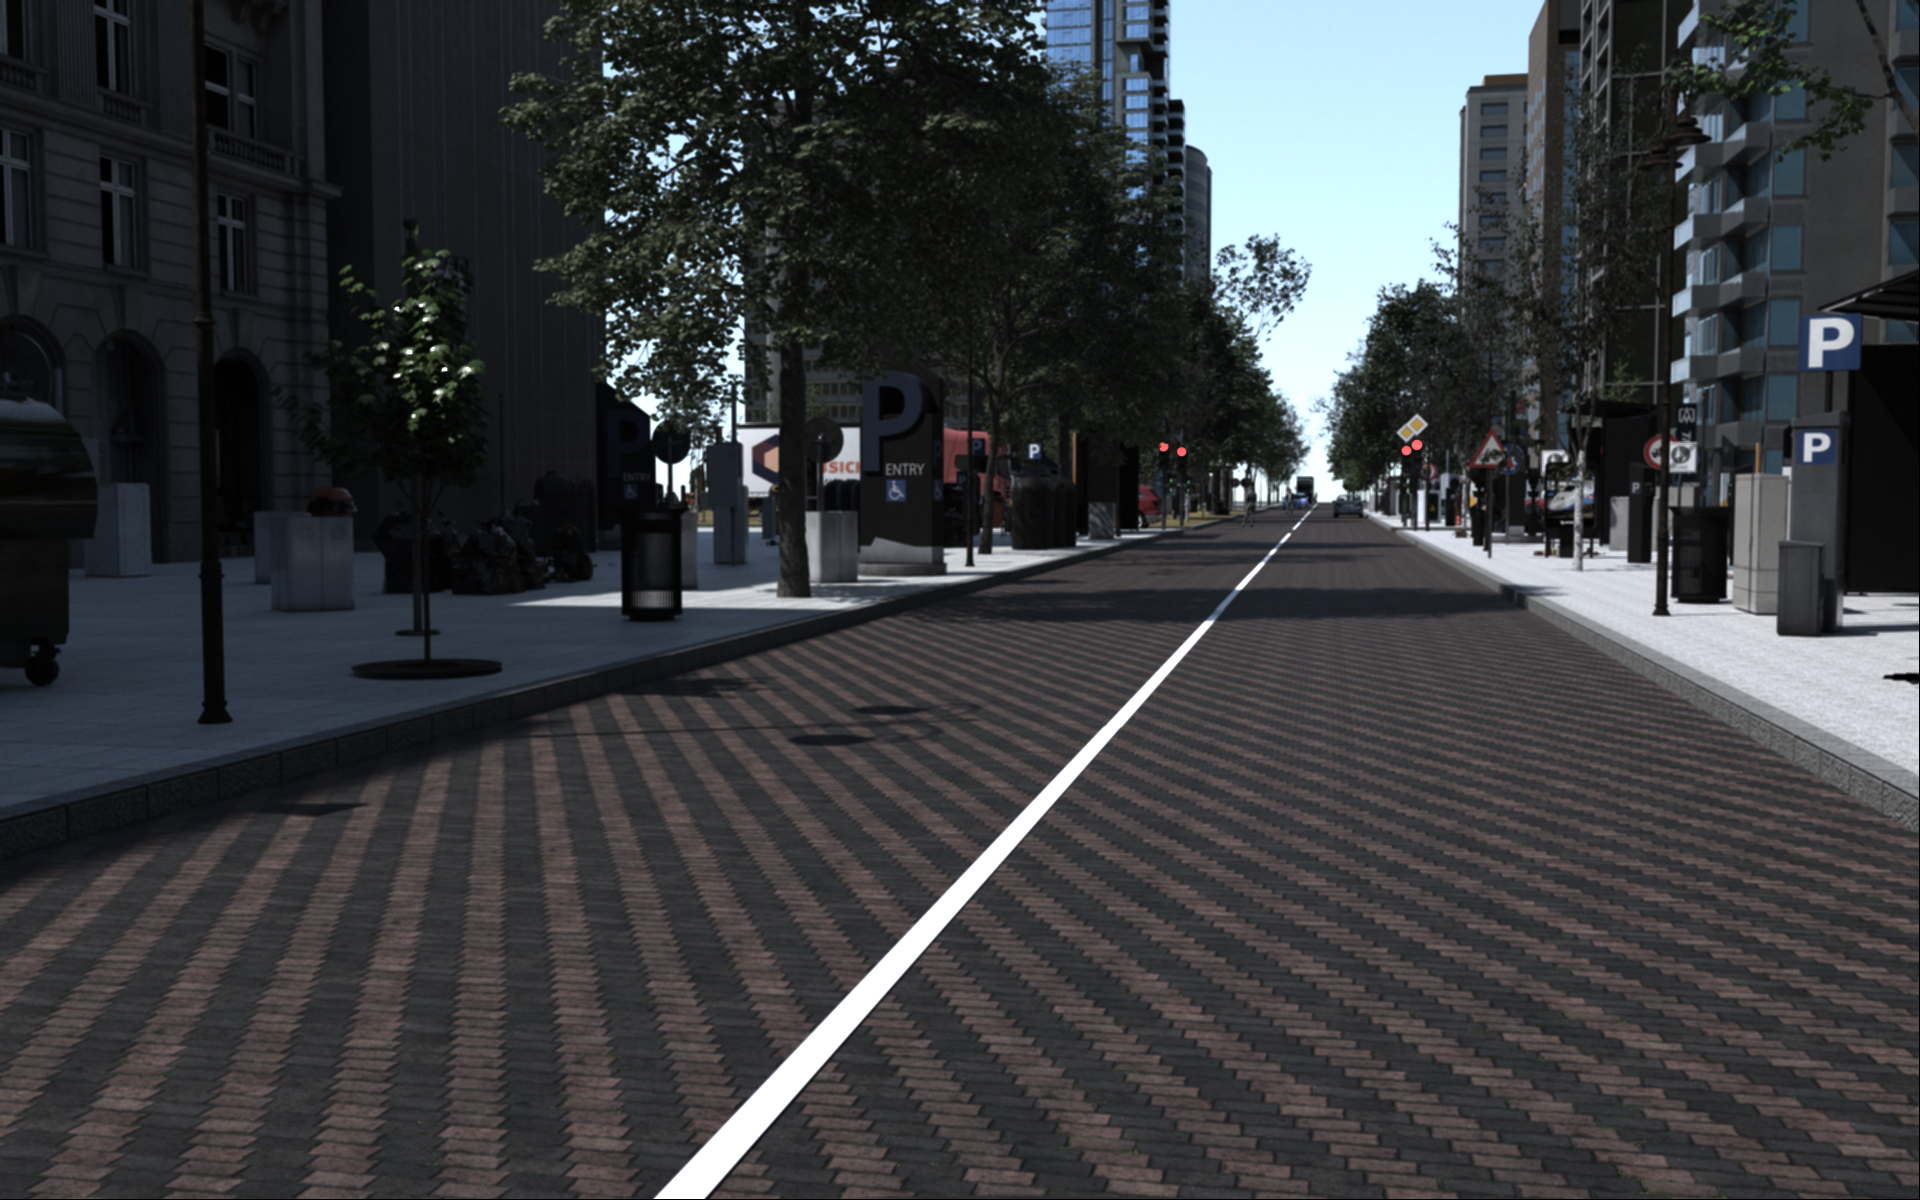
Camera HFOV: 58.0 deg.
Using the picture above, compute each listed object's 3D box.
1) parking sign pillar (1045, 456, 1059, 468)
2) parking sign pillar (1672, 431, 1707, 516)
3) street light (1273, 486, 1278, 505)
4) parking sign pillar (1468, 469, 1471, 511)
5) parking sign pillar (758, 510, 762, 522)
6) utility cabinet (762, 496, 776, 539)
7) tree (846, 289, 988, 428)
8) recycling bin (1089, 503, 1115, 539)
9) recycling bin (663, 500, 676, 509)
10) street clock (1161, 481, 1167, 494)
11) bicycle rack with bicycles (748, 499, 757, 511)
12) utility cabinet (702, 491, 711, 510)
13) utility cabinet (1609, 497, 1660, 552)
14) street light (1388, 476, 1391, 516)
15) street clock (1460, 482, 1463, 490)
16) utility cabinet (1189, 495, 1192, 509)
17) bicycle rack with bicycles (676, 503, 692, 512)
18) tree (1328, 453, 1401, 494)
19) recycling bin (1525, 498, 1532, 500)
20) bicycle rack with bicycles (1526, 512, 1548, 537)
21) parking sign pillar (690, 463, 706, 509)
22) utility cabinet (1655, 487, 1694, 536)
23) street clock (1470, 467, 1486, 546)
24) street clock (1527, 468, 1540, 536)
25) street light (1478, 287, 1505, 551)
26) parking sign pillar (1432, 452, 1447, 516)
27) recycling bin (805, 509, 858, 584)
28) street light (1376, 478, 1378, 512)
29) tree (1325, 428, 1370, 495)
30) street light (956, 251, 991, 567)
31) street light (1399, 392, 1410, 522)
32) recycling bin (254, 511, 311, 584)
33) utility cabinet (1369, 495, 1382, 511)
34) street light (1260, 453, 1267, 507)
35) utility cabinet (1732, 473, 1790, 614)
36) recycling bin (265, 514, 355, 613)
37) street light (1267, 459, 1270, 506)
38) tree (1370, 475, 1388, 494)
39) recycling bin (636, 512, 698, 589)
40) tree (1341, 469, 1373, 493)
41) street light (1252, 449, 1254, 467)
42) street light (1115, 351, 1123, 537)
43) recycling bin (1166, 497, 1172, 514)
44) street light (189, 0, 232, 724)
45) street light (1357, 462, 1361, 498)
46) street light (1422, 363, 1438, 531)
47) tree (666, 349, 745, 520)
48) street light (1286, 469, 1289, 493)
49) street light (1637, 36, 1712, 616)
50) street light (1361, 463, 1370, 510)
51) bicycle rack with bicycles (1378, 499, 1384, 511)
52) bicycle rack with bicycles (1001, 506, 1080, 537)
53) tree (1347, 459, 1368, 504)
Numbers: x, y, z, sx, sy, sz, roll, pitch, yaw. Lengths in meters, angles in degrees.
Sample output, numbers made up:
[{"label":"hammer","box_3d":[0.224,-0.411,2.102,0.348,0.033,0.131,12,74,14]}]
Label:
[{"label":"parking sign pillar","box_3d":[6.786,-8.290,124.018,1.447,3.967,1.447,0,4,-8]},{"label":"parking sign pillar","box_3d":[30.931,-5.198,73.464,1.447,3.967,1.447,3,5,41]},{"label":"street light","box_3d":[37.682,-14.382,207.925,0.468,5.910,1.993,1,4,12]},{"label":"parking sign pillar","box_3d":[39.171,-8.749,131.513,1.447,3.967,1.447,3,5,41]},{"label":"parking sign pillar","box_3d":[-8.475,-5.526,78.830,1.447,3.967,1.447,0,4,5]},{"label":"utility cabinet","box_3d":[-5.537,-2.382,50.115,0.306,1.237,1.020,0,4,0]},{"label":"tree","box_3d":[-1.583,-6.552,57.484,4.360,8.622,3.978,0,3,0]},{"label":"recycling bin","box_3d":[4.093,-2.282,49.862,0.722,1.027,0.722,1,4,9]},{"label":"recycling bin","box_3d":[-16.857,-5.348,99.994,0.722,1.027,0.722,-3,5,-43]},{"label":"street clock","box_3d":[11.550,-5.720,98.084,0.358,2.002,0.471,1,4,20]},{"label":"bicycle rack with bicycles","box_3d":[-15.910,-7.060,128.817,2.852,0.926,2.925,-3,5,-42]},{"label":"utility cabinet","box_3d":[-20.119,-7.854,137.096,0.318,1.500,1.173,3,5,45]},{"label":"utility cabinet","box_3d":[15.141,-1.694,38.853,1.020,1.237,0.306,2,4,32]},{"label":"street light","box_3d":[24.703,-7.756,99.591,0.468,5.910,1.993,1,4,12]},{"label":"street clock","box_3d":[31.066,-6.301,107.593,0.358,2.002,0.471,0,4,7]},{"label":"utility cabinet","box_3d":[18.787,-7.962,141.338,0.306,1.237,1.020,2,4,29]},{"label":"bicycle rack with bicycles","box_3d":[-20.351,-6.565,120.724,2.925,0.926,2.852,0,4,4]},{"label":"tree","box_3d":[40.163,-14.164,165.994,8.767,10.594,7.601,3,5,41]},{"label":"recycling bin","box_3d":[36.927,-6.109,112.431,0.722,1.027,0.722,0,3,0]},{"label":"bicycle rack with bicycles","box_3d":[17.984,-2.243,50.057,2.925,0.926,2.852,1,4,23]},{"label":"parking sign pillar","box_3d":[-22.399,-9.758,148.021,1.447,3.967,1.447,1,4,18]},{"label":"utility cabinet","box_3d":[21.647,-2.687,52.617,1.173,1.500,0.318,2,4,27]},{"label":"street clock","box_3d":[12.833,-2.339,42.812,0.471,2.002,0.358,-3,5,-41]},{"label":"street clock","box_3d":[15.944,-2.668,48.194,0.358,2.002,0.471,1,4,9]},{"label":"street light","box_3d":[11.867,-4.040,38.839,0.468,5.910,1.993,1,4,12]},{"label":"parking sign pillar","box_3d":[28.090,-6.967,102.389,1.447,3.967,1.447,0,4,-3]},{"label":"recycling bin","box_3d":[-1.976,-0.776,25.247,0.722,1.027,0.722,-3,5,-43]},{"label":"street light","box_3d":[29.006,-9.031,120.445,0.468,5.910,1.993,1,4,12]},{"label":"tree","box_3d":[51.456,-18.828,225.956,7.486,12.596,7.792,0,3,0]},{"label":"street light","box_3d":[0.176,-3.532,30.530,0.468,5.910,1.993,1,4,12]},{"label":"street light","box_3d":[20.180,-6.481,78.754,0.468,5.910,1.993,1,4,12]},{"label":"recycling bin","box_3d":[-9.759,-0.764,25.042,0.722,1.027,0.722,-1,4,-12]},{"label":"utility cabinet","box_3d":[32.446,-7.585,135.169,0.306,1.237,1.020,-3,5,-40]},{"label":"street light","box_3d":[28.873,-11.828,166.179,0.468,5.910,1.993,1,4,12]},{"label":"utility cabinet","box_3d":[8.695,-0.619,18.800,0.318,1.500,1.173,1,4,13]},{"label":"recycling bin","box_3d":[-7.184,-0.406,19.200,0.722,1.027,0.722,-3,4,-37]},{"label":"street light","box_3d":[33.306,-13.113,187.192,0.468,5.910,1.993,1,4,12]},{"label":"tree","box_3d":[35.167,-9.129,143.862,1.663,3.219,1.824,0,3,0]},{"label":"recycling bin","box_3d":[-4.015,-0.684,23.735,0.722,1.027,0.722,-1,4,-20]},{"label":"tree","box_3d":[45.986,-13.136,198.480,4.285,4.588,4.351,0,3,0]},{"label":"street light","box_3d":[24.462,-10.538,145.090,0.468,5.910,1.993,1,4,12]},{"label":"street light","box_3d":[4.740,-4.823,51.640,0.468,5.910,1.993,1,4,12]},{"label":"recycling bin","box_3d":[12.931,-5.929,109.500,0.722,1.027,0.722,3,5,45]},{"label":"street light","box_3d":[-4.189,-2.249,9.561,0.468,5.910,1.993,1,4,12]},{"label":"street light","box_3d":[40.334,-12.318,174.183,0.468,5.910,1.993,1,4,12]},{"label":"street light","box_3d":[16.196,-5.323,59.823,0.468,5.910,1.993,1,4,12]},{"label":"tree","box_3d":[-12.979,-8.329,86.540,4.360,8.622,3.978,0,3,0]},{"label":"street light","box_3d":[50.648,-18.105,268.800,0.468,5.910,1.993,1,4,12]},{"label":"street light","box_3d":[7.411,-2.773,18.122,0.468,5.910,1.993,1,4,12]},{"label":"street light","box_3d":[35.878,-11.015,152.881,0.468,5.910,1.993,1,4,12]},{"label":"bicycle rack with bicycles","box_3d":[32.745,-7.264,132.140,2.925,0.926,2.852,-2,4,-30]},{"label":"bicycle rack with bicycles","box_3d":[2.353,-2.396,52.555,2.852,0.926,2.925,0,4,6]},{"label":"tree","box_3d":[41.860,-14.031,179.770,4.737,8.622,4.395,0,3,0]}]
